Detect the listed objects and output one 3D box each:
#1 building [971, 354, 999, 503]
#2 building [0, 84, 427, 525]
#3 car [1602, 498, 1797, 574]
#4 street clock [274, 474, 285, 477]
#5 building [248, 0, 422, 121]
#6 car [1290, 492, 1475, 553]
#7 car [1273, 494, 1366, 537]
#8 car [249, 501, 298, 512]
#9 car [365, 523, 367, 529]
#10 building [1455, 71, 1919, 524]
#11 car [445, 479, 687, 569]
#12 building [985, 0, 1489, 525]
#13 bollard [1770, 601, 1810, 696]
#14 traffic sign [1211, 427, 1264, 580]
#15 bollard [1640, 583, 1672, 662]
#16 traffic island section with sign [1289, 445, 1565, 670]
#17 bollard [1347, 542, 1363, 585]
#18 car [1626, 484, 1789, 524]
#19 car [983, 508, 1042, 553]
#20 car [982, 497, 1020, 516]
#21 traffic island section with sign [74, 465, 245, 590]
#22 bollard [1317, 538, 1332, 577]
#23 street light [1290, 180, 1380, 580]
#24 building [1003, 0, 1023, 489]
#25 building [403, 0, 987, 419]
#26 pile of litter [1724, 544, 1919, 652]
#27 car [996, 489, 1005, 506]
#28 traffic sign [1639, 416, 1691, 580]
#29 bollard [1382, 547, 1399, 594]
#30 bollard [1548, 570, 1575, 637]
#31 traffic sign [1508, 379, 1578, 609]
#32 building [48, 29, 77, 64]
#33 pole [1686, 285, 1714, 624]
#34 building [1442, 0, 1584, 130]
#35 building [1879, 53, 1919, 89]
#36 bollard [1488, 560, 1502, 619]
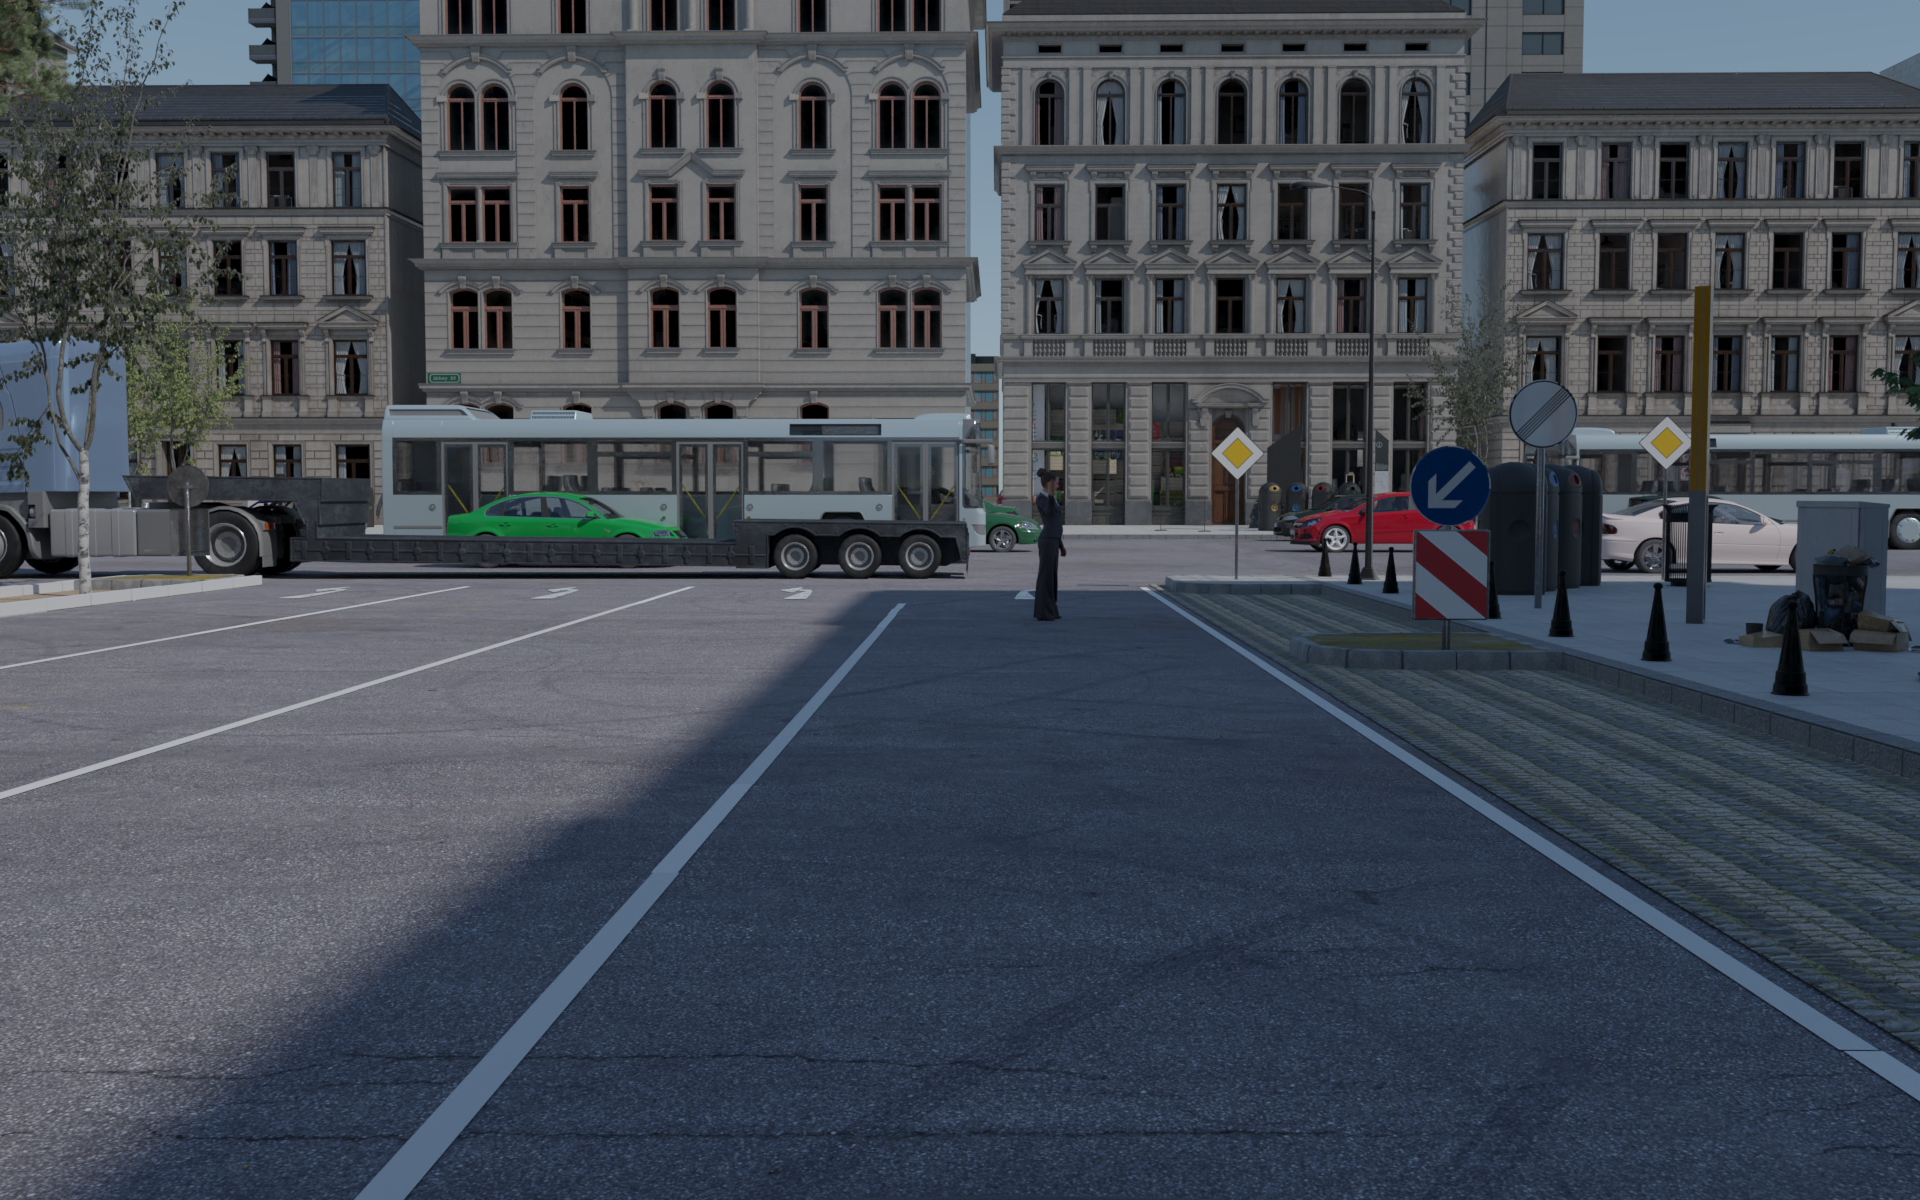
[{"bbox_3d":[-8.962,-24.387,243.759,28.899,21.520,27.650,0,4,1],"label":"building"},{"bbox_3d":[-32.410,-12.933,76.076,19.286,19.102,10.561,0,4,1],"label":"building"},{"bbox_3d":[13.849,-1.203,32.030,4.827,1.381,2.083,0,4,0],"label":"car"},{"bbox_3d":[-24.256,-3.501,61.816,0.358,2.002,0.471,0,4,8],"label":"street clock"},{"bbox_3d":[-42.182,-29.217,127.811,14.600,45.320,14.200,0,4,1],"label":"building"},{"bbox_3d":[10.472,-2.083,43.104,4.494,1.783,2.155,0,3,0],"label":"car"},{"bbox_3d":[11.720,-2.642,52.983,4.222,1.686,2.009,0,4,0],"label":"car"},{"bbox_3d":[-16.851,-1.845,42.748,3.894,1.354,1.945,0,4,2],"label":"car"},{"bbox_3d":[-19.273,-2.287,49.977,3.894,1.354,1.945,0,4,1],"label":"car"},{"bbox_3d":[30.904,-12.799,73.891,19.286,19.102,10.561,0,4,1],"label":"building"},{"bbox_3d":[-7.728,-1.549,34.129,4.718,1.807,1.959,0,4,3],"label":"car"},{"bbox_3d":[11.071,-15.040,74.774,19.941,23.489,11.050,0,4,1],"label":"building"},{"bbox_3d":[5.319,0.304,11.078,0.229,0.601,0.229,0,3,0],"label":"bollard"},{"bbox_3d":[4.138,-1.361,25.899,0.795,2.450,0.064,0,4,1],"label":"traffic sign"},{"bbox_3d":[5.369,0.166,13.336,0.229,0.601,0.229,0,3,0],"label":"bollard"},{"bbox_3d":[3.923,-0.387,14.957,1.989,1.847,2.006,0,4,1],"label":"traffic island section with sign"},{"bbox_3d":[5.620,-0.526,24.641,0.229,0.601,0.229,0,3,0],"label":"bollard"},{"bbox_3d":[18.173,-1.995,42.401,4.222,1.686,2.009,0,4,3],"label":"car"},{"bbox_3d":[-0.375,-1.925,43.276,4.920,1.459,2.131,0,4,2],"label":"car"},{"bbox_3d":[-0.600,-2.386,50.807,4.920,1.459,2.131,0,4,2],"label":"car"},{"bbox_3d":[-12.120,-1.128,26.578,2.006,1.907,1.989,0,4,1],"label":"traffic island section with sign"},{"bbox_3d":[5.673,-0.665,26.911,0.229,0.601,0.229,0,3,0],"label":"bollard"},{"bbox_3d":[5.586,-3.258,25.817,1.470,5.913,1.316,0,4,1],"label":"street light"},{"bbox_3d":[16.201,-48.898,237.741,20.611,71.187,20.563,0,4,1],"label":"building"},{"bbox_3d":[-10.649,-17.658,76.101,23.554,28.519,14.401,0,4,1],"label":"building"},{"bbox_3d":[7.358,-0.029,14.432,1.176,0.858,1.719,-3,5,-44],"label":"pile of litter"},{"bbox_3d":[3.985,-7.943,138.533,2.281,1.827,5.304,0,4,2],"label":"car"},{"bbox_3d":[10.438,-1.496,25.652,0.795,2.450,0.064,0,4,6],"label":"traffic sign"},{"bbox_3d":[5.570,-0.388,22.383,0.229,0.601,0.229,0,3,0],"label":"bollard"},{"bbox_3d":[5.419,0.027,15.593,0.229,0.601,0.229,0,3,0],"label":"bollard"},{"bbox_3d":[6.489,-1.178,19.366,0.768,2.556,0.104,0,4,2],"label":"traffic sign"},{"bbox_3d":[-54.581,-17.118,77.144,25.104,27.353,12.463,0,4,1],"label":"building"},{"bbox_3d":[7.302,-1.422,17.092,0.158,3.312,0.155,0,3,0],"label":"pole"},{"bbox_3d":[32.912,-42.273,129.419,20.563,71.187,20.611,0,4,1],"label":"building"},{"bbox_3d":[49.819,-13.377,73.459,16.860,20.320,10.420,0,4,1],"label":"building"},{"bbox_3d":[5.473,-0.111,17.850,0.229,0.601,0.229,0,3,0],"label":"bollard"}]
